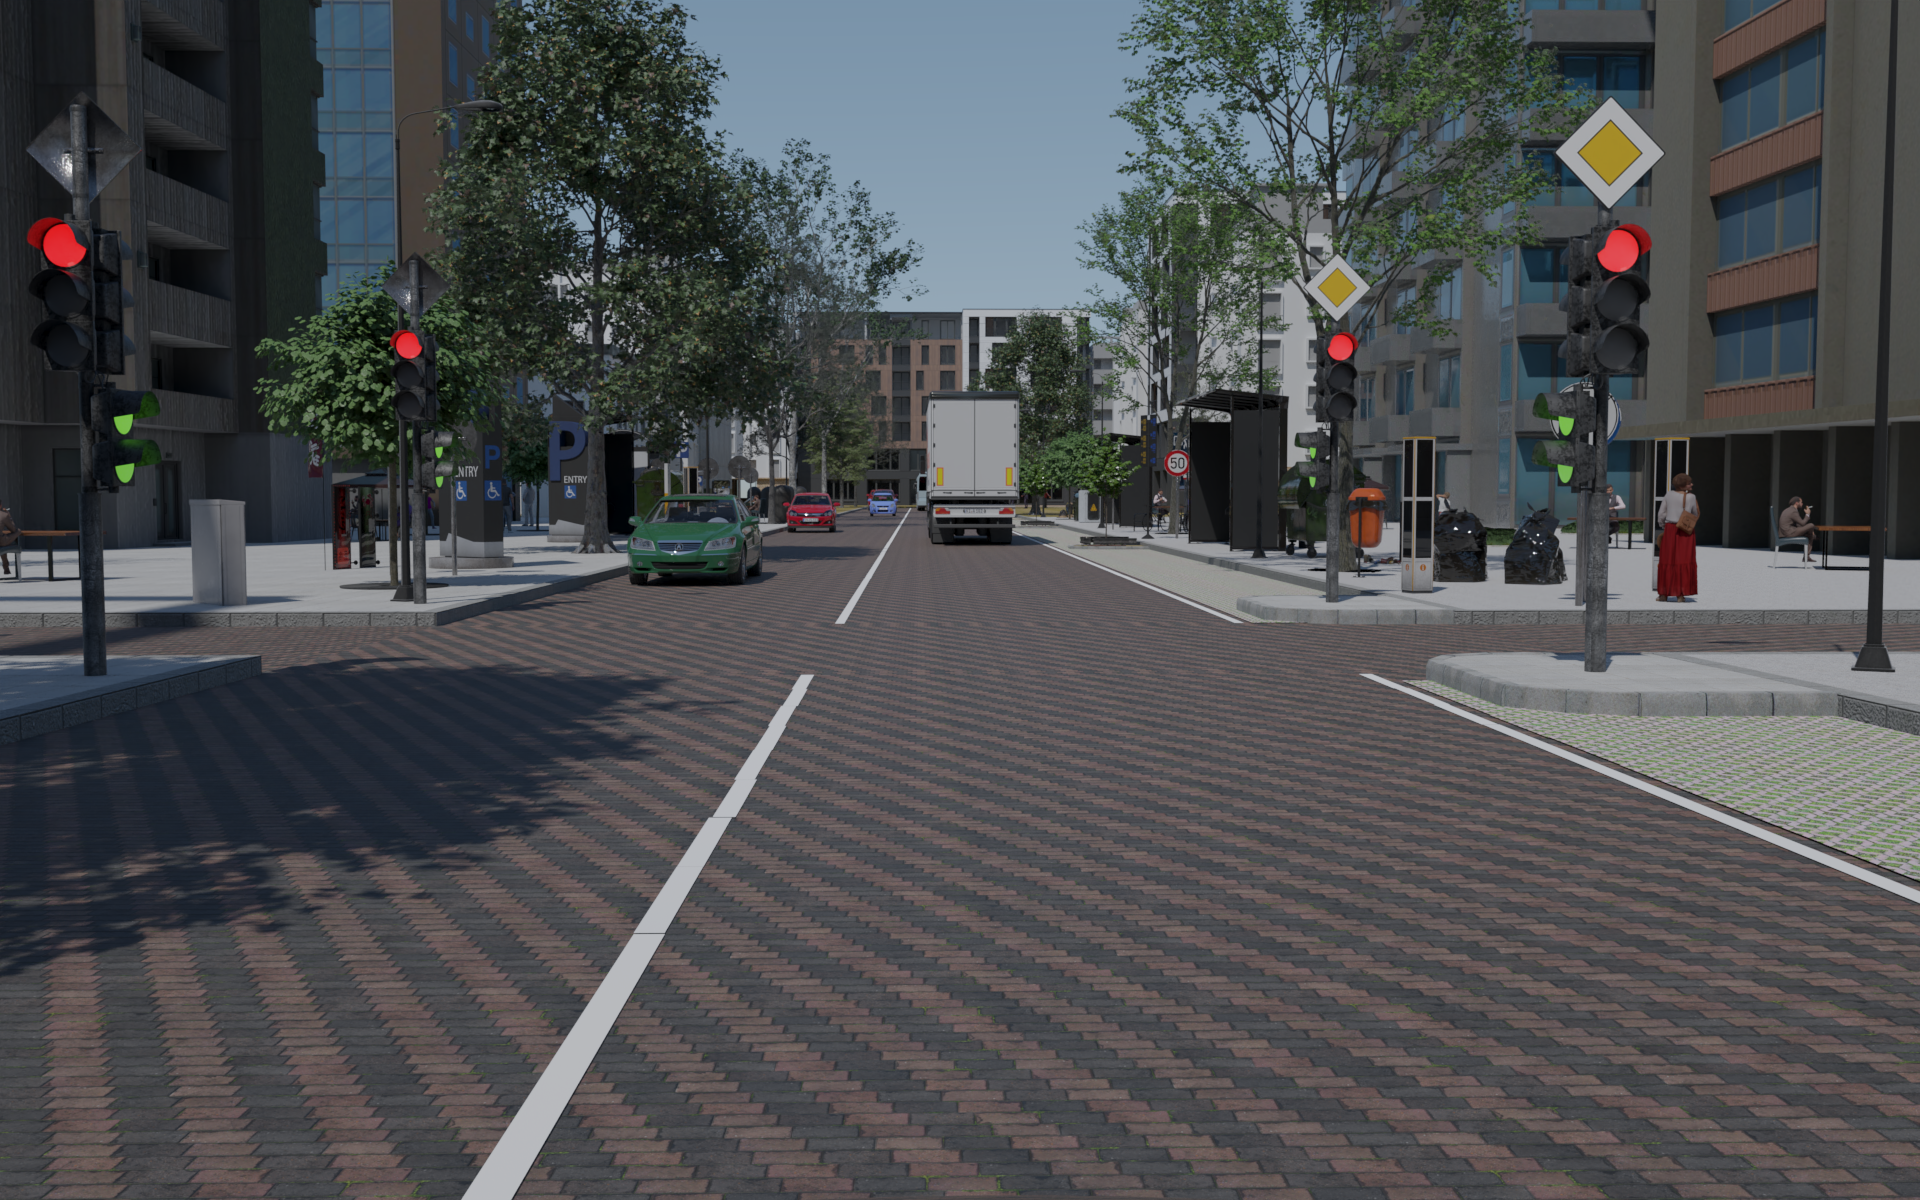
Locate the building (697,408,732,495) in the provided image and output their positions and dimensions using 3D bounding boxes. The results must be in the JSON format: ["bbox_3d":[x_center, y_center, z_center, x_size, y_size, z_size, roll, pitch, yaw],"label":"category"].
[{"bbox_3d":[-36.763,-17.462,151.960,31.486,18.905,16.747,0,4,-1],"label":"building"}]

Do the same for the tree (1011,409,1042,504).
[{"bbox_3d":[4.643,-13.242,150.913,8.767,10.594,7.601,1,4,18],"label":"tree"}]

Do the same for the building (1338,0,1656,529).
[{"bbox_3d":[29.617,-27.901,75.788,23.786,49.044,30.456,0,4,-1],"label":"building"}]

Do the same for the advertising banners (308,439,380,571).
[{"bbox_3d":[-10.525,-2.035,29.465,0.090,3.025,2.074,1,4,15],"label":"advertising banners"}]

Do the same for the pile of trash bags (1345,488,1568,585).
[{"bbox_3d":[7.407,-0.991,25.963,3.447,1.369,1.912,3,4,37],"label":"pile of trash bags"}]

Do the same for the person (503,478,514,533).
[{"bbox_3d":[-14.998,-3.115,57.105,0.598,1.807,0.434,0,4,4],"label":"person"}]

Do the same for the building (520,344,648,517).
[{"bbox_3d":[-24.290,-10.310,110.717,9.099,9.664,28.070,0,4,-1],"label":"building"}]

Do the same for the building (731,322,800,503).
[{"bbox_3d":[-24.018,-20.844,197.226,11.380,20.091,16.016,0,4,-1],"label":"building"}]

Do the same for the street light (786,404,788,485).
[{"bbox_3d":[-7.657,-6.684,81.823,1.470,5.913,1.316,0,4,-1],"label":"street light"}]

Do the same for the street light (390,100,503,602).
[{"bbox_3d":[-6.095,-2.939,20.590,1.470,5.913,1.316,0,4,-1],"label":"street light"}]

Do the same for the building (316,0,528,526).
[{"bbox_3d":[-27.351,-25.952,74.427,14.600,45.320,14.200,0,4,-1],"label":"building"}]

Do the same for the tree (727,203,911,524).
[{"bbox_3d":[-7.997,-9.980,73.538,12.009,13.543,11.850,0,3,0],"label":"tree"}]

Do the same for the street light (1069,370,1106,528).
[{"bbox_3d":[4.772,-5.640,64.761,1.470,5.913,1.316,0,4,-1],"label":"street light"}]

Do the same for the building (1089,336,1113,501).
[{"bbox_3d":[20.079,-20.926,198.554,11.380,20.091,16.016,0,4,-1],"label":"building"}]

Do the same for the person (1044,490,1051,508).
[{"bbox_3d":[7.898,-9.378,159.334,0.705,1.831,1.348,-2,4,-30],"label":"person"}]

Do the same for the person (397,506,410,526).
[{"bbox_3d":[-21.214,-3.143,65.716,0.859,0.850,0.655,0,4,4],"label":"person"}]

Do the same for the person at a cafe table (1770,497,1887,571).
[{"bbox_3d":[14.775,-1.145,29.577,1.726,1.238,1.698,2,4,24],"label":"person at a cafe table"}]

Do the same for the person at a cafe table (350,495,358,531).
[{"bbox_3d":[-21.548,-3.042,60.598,1.726,1.238,1.698,0,4,1],"label":"person at a cafe table"}]

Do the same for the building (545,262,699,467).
[{"bbox_3d":[-27.886,-16.760,130.448,16.016,20.091,11.380,0,4,-1],"label":"building"}]

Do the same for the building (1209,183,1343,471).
[{"bbox_3d":[24.350,-15.592,111.352,16.016,20.091,11.380,0,4,-1],"label":"building"}]

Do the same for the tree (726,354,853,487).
[{"bbox_3d":[-9.953,-10.356,103.732,7.601,10.594,8.767,3,5,43],"label":"tree"}]

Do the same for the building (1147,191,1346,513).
[{"bbox_3d":[27.990,-17.700,133.369,27.936,21.610,32.646,0,4,-1],"label":"building"}]

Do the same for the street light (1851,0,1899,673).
[{"bbox_3d":[6.112,-2.440,12.432,1.470,5.913,1.316,0,4,-1],"label":"street light"}]

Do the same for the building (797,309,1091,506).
[{"bbox_3d":[-2.176,-22.065,204.737,32.646,21.610,27.936,0,4,-1],"label":"building"}]

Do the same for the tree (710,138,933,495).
[{"bbox_3d":[-7.736,-14.342,90.386,12.611,20.169,13.585,0,3,0],"label":"tree"}]

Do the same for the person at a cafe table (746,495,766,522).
[{"bbox_3d":[-9.578,-4.122,78.251,1.726,1.238,1.698,2,4,28],"label":"person at a cafe table"}]

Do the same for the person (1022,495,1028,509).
[{"bbox_3d":[5.709,-8.928,152.461,0.568,1.767,0.683,1,4,10],"label":"person"}]

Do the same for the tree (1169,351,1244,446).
[{"bbox_3d":[12.678,-8.570,90.474,4.360,8.622,3.978,0,3,0],"label":"tree"}]

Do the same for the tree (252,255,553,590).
[{"bbox_3d":[-7.714,-2.447,23.716,4.285,4.588,4.351,0,3,0],"label":"tree"}]

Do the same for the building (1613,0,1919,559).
[{"bbox_3d":[31.530,-23.644,41.199,28.867,44.769,22.147,0,4,-1],"label":"building"}]

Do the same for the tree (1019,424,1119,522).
[{"bbox_3d":[5.466,-6.329,87.188,4.285,4.588,4.351,0,3,0],"label":"tree"}]

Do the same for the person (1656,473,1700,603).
[{"bbox_3d":[8.501,-0.736,20.538,0.387,1.526,0.523,-3,5,-41],"label":"person"}]

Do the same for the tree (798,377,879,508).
[{"bbox_3d":[-11.233,-14.784,159.845,7.486,12.596,7.792,0,3,0],"label":"tree"}]

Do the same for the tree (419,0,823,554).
[{"bbox_3d":[-7.774,-7.353,37.232,9.611,12.733,9.660,0,3,0],"label":"tree"}]

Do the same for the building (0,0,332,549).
[{"bbox_3d":[-25.016,-16.549,42.270,14.160,30.474,14.107,0,4,-1],"label":"building"}]

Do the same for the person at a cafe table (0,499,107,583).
[{"bbox_3d":[-13.811,-0.887,25.361,1.698,1.238,1.726,0,4,7],"label":"person at a cafe table"}]

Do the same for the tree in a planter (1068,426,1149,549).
[{"bbox_3d":[3.843,-2.944,45.355,1.991,3.239,1.994,0,4,-1],"label":"tree in a planter"}]

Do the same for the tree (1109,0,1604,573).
[{"bbox_3d":[6.190,-6.270,28.273,9.928,11.665,9.643,0,3,0],"label":"tree"}]

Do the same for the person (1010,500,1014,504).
[{"bbox_3d":[4.159,-7.953,136.526,0.683,1.767,0.568,3,4,37],"label":"person"}]

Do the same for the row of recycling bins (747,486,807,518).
[{"bbox_3d":[-9.865,-5.271,93.291,3.534,1.692,1.069,1,4,19],"label":"row of recycling bins"}]

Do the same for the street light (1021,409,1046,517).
[{"bbox_3d":[4.043,-7.495,95.089,1.470,5.913,1.316,0,4,-1],"label":"street light"}]

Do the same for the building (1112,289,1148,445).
[{"bbox_3d":[22.574,-18.283,155.352,16.016,20.091,11.380,0,4,-1],"label":"building"}]

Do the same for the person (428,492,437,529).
[{"bbox_3d":[-18.642,-3.162,60.985,0.776,1.435,0.726,3,4,38],"label":"person"}]

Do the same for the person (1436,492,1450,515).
[{"bbox_3d":[15.133,-2.714,54.334,0.435,1.345,0.340,0,4,3],"label":"person"}]

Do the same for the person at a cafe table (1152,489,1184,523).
[{"bbox_3d":[9.193,-4.203,77.228,1.622,1.524,1.698,3,5,39],"label":"person at a cafe table"}]

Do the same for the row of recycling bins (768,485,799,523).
[{"bbox_3d":[-8.024,-4.383,78.773,1.069,1.692,3.534,0,4,-4],"label":"row of recycling bins"}]

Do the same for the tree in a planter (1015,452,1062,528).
[{"bbox_3d":[3.205,-4.605,72.513,1.991,3.239,1.994,0,4,-1],"label":"tree in a planter"}]

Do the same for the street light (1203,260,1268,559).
[{"bbox_3d":[5.435,-3.785,34.431,1.470,5.913,1.316,0,4,-1],"label":"street light"}]

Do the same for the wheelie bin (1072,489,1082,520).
[{"bbox_3d":[5.846,-4.673,84.309,0.693,1.594,0.980,-1,4,-15],"label":"wheelie bin"}]

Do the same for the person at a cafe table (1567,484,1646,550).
[{"bbox_3d":[15.249,-1.974,40.793,1.698,1.524,1.622,1,4,22],"label":"person at a cafe table"}]

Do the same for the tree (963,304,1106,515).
[{"bbox_3d":[4.534,-11.494,104.936,9.611,12.733,9.660,0,3,0],"label":"tree"}]

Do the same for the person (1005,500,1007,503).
[{"bbox_3d":[3.697,-8.209,140.389,1.348,1.807,0.705,3,5,44],"label":"person"}]

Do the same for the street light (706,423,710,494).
[{"bbox_3d":[-6.886,-4.794,50.917,1.470,5.913,1.316,0,4,-1],"label":"street light"}]
